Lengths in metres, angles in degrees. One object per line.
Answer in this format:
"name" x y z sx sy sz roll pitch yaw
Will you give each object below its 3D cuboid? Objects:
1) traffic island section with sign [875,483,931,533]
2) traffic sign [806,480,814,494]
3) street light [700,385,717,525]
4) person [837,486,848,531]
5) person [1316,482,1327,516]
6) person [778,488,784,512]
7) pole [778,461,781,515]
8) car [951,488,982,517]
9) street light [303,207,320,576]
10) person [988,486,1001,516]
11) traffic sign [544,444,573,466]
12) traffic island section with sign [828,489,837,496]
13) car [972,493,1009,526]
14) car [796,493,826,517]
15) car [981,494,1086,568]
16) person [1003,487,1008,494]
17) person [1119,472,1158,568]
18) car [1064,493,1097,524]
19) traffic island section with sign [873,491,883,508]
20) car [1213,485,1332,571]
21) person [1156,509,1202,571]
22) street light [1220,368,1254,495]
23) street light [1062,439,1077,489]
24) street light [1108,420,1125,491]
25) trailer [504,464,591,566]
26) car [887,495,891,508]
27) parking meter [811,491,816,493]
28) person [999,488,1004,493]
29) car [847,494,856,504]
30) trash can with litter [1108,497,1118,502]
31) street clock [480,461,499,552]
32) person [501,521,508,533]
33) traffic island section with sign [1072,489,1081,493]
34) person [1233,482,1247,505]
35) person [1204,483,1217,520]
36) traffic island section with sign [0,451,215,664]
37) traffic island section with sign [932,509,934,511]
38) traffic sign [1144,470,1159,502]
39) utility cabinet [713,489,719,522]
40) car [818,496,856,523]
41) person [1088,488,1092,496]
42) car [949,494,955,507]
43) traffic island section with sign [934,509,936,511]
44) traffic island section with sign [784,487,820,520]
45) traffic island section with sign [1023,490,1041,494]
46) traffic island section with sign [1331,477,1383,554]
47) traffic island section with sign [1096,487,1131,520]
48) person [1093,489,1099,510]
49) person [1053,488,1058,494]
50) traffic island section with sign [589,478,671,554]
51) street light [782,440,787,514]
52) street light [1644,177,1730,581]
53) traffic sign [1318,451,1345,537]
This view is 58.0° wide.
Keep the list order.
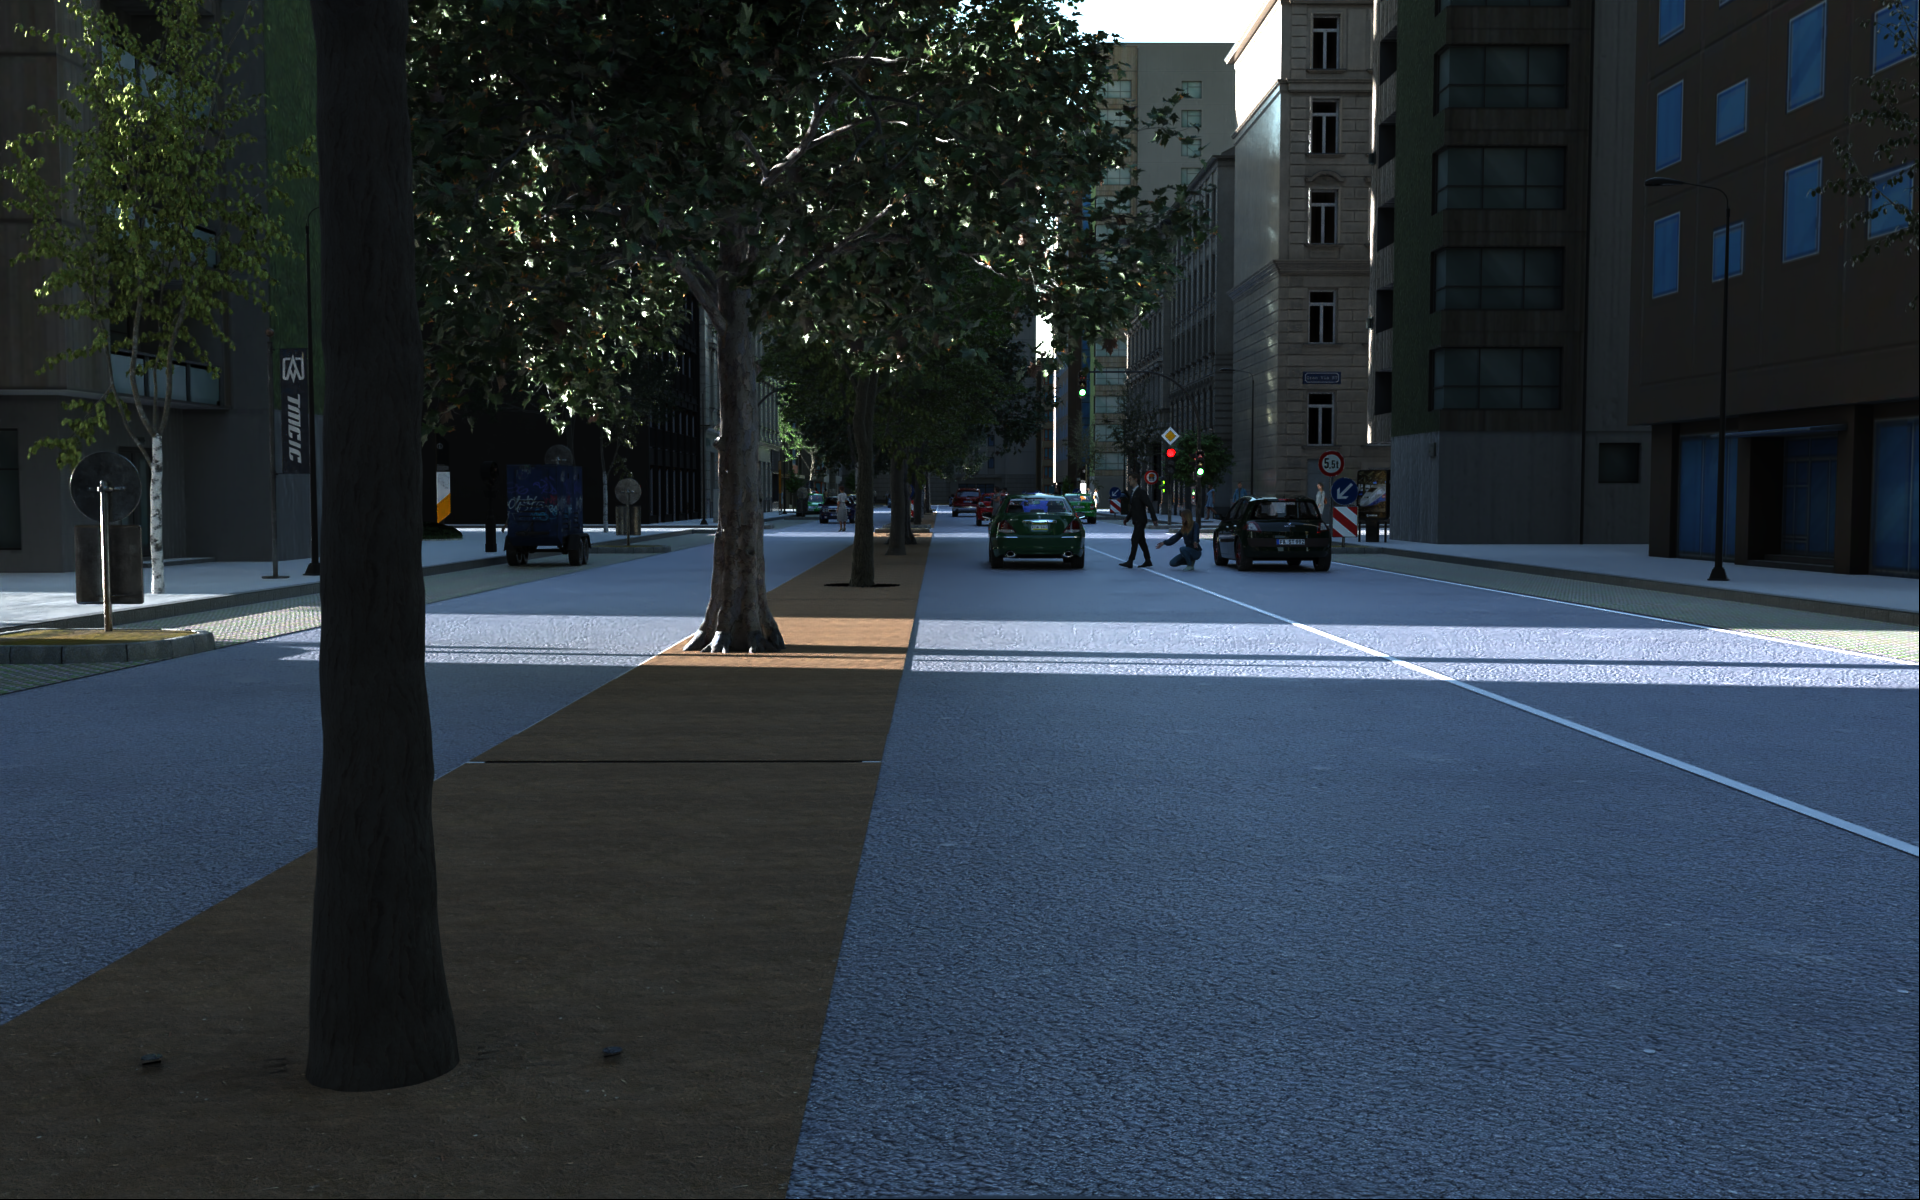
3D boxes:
"traffic island section with sign" -2.129 -3.431 64.241 2.006 1.907 1.989 0 4 -1
"traffic sign" -11.304 -7.836 130.247 0.606 2.300 0.079 0 4 7
"street light" -10.217 -6.120 72.603 1.470 5.913 1.316 0 4 -1
"person" -4.576 -3.519 66.603 0.480 1.755 0.524 -3 5 -44
"person" 12.946 -3.377 62.254 0.522 1.701 0.512 -1 4 -20
"person" -12.532 -6.988 121.299 0.522 1.701 0.512 -2 4 -25
"pole" -11.119 -6.917 106.938 0.158 3.312 0.155 0 3 0
"car" 0.548 -6.196 109.980 2.281 1.827 5.304 0 4 1
"street light" -9.660 -3.344 27.223 1.470 5.913 1.316 0 4 -1
"person" 1.512 -4.136 76.478 0.532 1.782 0.716 -1 4 -12
"traffic sign" -10.291 -2.709 44.399 0.768 2.556 0.104 0 4 8
"traffic island section with sign" -9.039 -7.025 123.479 1.989 1.847 2.006 0 4 -1
"car" 1.634 -4.297 79.303 2.155 1.783 4.494 0 3 0
"car" -8.975 -5.933 105.803 1.959 1.807 4.718 0 4 1
"car" 1.501 -1.409 34.835 2.131 1.459 4.920 0 4 0
"person" 2.480 -5.392 96.843 0.466 1.800 0.511 0 4 -7
"person" 3.398 -1.546 33.548 0.755 1.850 0.659 -1 4 -15
"car" 5.703 -4.657 84.937 1.959 1.807 4.718 0 4 1
"traffic island section with sign" -9.876 -11.743 200.631 1.989 1.847 2.006 0 4 -1
"car" 6.003 -1.456 33.594 2.009 1.686 4.222 0 4 -1
"person" 4.251 -1.132 32.509 0.738 1.151 1.012 -2 4 -27
"street light" 10.267 -5.594 64.010 1.470 5.913 1.316 0 4 -1
"street light" 9.360 -10.679 147.150 1.470 5.913 1.316 0 4 -1
"street light" 9.834 -8.369 109.374 1.470 5.913 1.316 0 4 -1
"trailer" -8.226 -1.645 33.950 1.471 1.999 3.904 0 4 -2
"car" -6.682 -10.406 182.145 2.014 1.417 4.499 0 4 0
"parking meter" -11.262 -7.632 133.200 0.372 1.533 0.369 0 3 0
"person" 2.672 -6.264 111.103 0.473 1.802 0.592 1 4 13
"car" -6.541 -6.065 109.380 2.015 1.641 3.980 0 4 -2
"trash can with litter" 10.170 -6.325 114.805 0.624 1.170 1.055 1 4 16
"street clock" -10.372 -2.060 38.246 0.358 2.002 0.471 1 4 10
"person" -14.729 -3.086 56.729 0.641 1.798 0.478 0 4 6
"traffic island section with sign" 8.180 -7.035 123.657 1.989 1.847 2.006 0 4 -1
"person" 11.765 -4.054 72.676 0.601 1.785 0.444 2 4 27
"person" 12.542 -4.910 86.422 0.778 1.811 0.616 0 4 -6
"traffic island section with sign" -7.854 -0.417 15.441 1.989 1.847 2.006 0 4 -1
"traffic island section with sign" -2.200 -3.885 71.648 2.006 1.907 1.989 0 4 -1
"traffic sign" 10.206 -5.639 92.295 0.768 2.556 0.104 0 4 4
"utility cabinet" -10.825 -4.220 77.678 0.318 1.500 1.173 0 4 1
"car" -6.009 -4.477 85.781 1.945 1.354 3.894 0 4 -1
"person" 10.574 -8.280 141.540 0.853 1.813 0.709 -2 4 -25
"car" -0.358 -11.375 197.981 2.014 1.417 4.499 0 4 -1
"traffic island section with sign" -3.031 -8.480 146.782 2.006 1.907 1.989 0 4 -1
"traffic island section with sign" -8.741 -5.376 96.526 1.989 1.847 2.006 0 4 -1
"traffic island section with sign" 7.644 -10.106 173.855 1.989 1.847 2.006 0 4 -1
"traffic island section with sign" 9.071 -2.050 42.149 1.989 1.847 2.006 0 4 -1
"traffic island section with sign" 8.485 -5.387 96.704 1.989 1.847 2.006 0 4 -1
"person" 10.651 -7.847 135.343 0.522 1.701 0.512 -2 4 -35
"person" 5.344 -5.782 103.257 1.509 1.804 0.699 -1 4 -17
"traffic island section with sign" -8.150 -2.065 42.395 1.989 1.847 2.006 0 4 -1
"street light" -10.712 -8.462 110.901 1.470 5.913 1.316 0 4 -1
"street light" 10.736 -3.244 25.577 1.470 5.913 1.316 0 4 -1
"traffic sign" 10.870 -3.099 50.771 0.768 2.556 0.104 0 4 4
